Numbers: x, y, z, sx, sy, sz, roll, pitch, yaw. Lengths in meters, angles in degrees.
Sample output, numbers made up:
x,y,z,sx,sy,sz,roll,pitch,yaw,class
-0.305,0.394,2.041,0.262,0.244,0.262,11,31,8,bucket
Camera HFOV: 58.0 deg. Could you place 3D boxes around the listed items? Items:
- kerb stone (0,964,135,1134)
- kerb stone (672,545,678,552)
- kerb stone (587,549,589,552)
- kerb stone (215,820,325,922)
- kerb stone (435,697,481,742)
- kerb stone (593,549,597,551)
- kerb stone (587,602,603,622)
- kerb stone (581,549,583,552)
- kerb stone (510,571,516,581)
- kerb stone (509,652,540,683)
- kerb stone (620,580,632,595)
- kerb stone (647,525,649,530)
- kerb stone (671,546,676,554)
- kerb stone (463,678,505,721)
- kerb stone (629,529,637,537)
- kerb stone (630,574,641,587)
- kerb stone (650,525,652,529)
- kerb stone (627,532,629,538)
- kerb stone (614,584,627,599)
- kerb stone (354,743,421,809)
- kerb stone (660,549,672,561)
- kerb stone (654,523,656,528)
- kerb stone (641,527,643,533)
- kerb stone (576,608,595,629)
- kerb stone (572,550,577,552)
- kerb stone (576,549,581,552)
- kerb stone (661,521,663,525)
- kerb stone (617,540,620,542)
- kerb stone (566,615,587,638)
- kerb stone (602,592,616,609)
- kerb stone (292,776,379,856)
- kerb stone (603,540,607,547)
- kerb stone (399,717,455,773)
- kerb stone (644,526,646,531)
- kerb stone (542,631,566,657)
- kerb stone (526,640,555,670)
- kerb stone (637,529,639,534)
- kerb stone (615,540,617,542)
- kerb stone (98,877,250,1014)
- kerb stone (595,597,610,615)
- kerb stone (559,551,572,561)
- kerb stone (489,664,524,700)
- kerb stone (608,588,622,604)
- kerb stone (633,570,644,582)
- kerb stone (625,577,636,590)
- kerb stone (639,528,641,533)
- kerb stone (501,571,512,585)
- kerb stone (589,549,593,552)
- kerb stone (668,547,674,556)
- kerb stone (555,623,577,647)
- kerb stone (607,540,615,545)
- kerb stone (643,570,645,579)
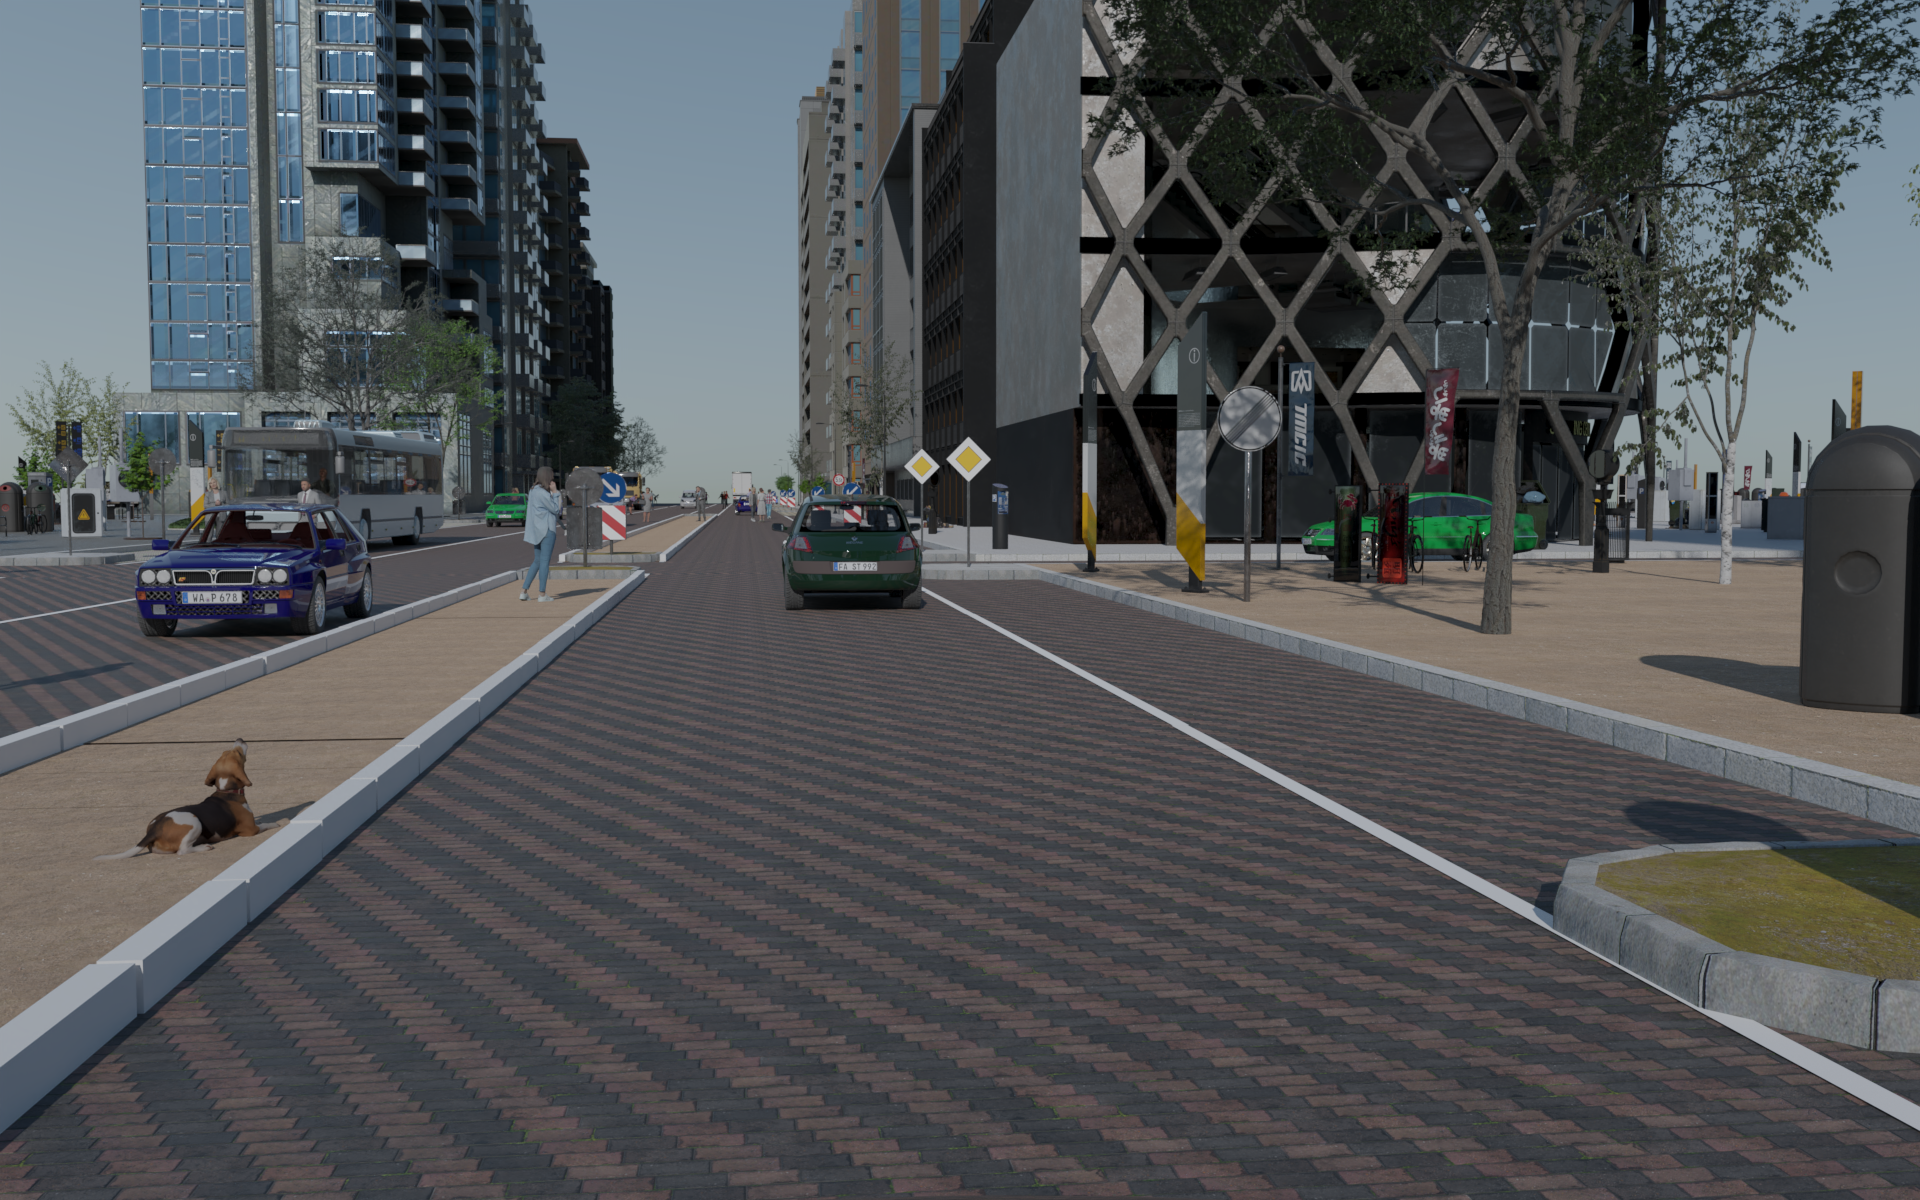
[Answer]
x,y,z,sx,sy,sz,roll,pitch,yaw,class
-2.255,1.099,4.243,0.120,0.150,1.000,0,4,-7,kerb stone
-6.894,-1.172,41.408,0.120,0.150,1.000,0,4,-7,kerb stone
-8.984,-1.156,41.158,0.120,0.150,1.000,0,4,-7,kerb stone
-2.496,0.977,6.279,0.120,0.150,1.000,0,4,-7,kerb stone
-3.018,0.728,10.365,0.120,0.150,1.000,0,4,-7,kerb stone
-9.357,-1.346,44.201,0.120,0.150,1.000,0,4,-7,kerb stone
-4.156,0.163,19.536,0.120,0.150,1.000,0,4,-7,kerb stone
-8.843,-1.094,40.137,0.120,0.150,1.000,0,4,-7,kerb stone
-7.386,-0.380,28.415,0.120,0.150,1.000,0,4,-7,kerb stone
-3.399,0.545,13.422,0.120,0.150,1.000,0,4,-7,kerb stone
-4.792,-0.148,24.619,0.120,0.150,1.000,0,4,-7,kerb stone
-12.155,-2.714,66.587,0.120,0.150,1.000,0,4,-7,kerb stone
-6.761,-1.110,40.388,0.120,0.150,1.000,0,4,-7,kerb stone
-3.140,0.661,11.386,0.120,0.150,1.000,0,4,-7,kerb stone
-11.261,-2.278,59.459,0.120,0.150,1.000,0,4,-7,kerb stone
-5.044,-0.268,26.655,0.120,0.150,1.000,0,4,-7,kerb stone
-12.407,-2.839,68.619,0.120,0.150,1.000,0,4,-7,kerb stone
-10.751,-2.030,55.392,0.120,0.150,1.000,0,4,-7,kerb stone
-4.662,-0.086,23.598,0.120,0.150,1.000,0,4,-7,kerb stone
-2.759,0.849,8.331,0.120,0.150,1.000,0,4,-7,kerb stone
-6.505,-0.988,38.350,0.120,0.150,1.000,0,4,-7,kerb stone
-12.787,-3.024,71.669,0.120,0.150,1.000,0,4,-7,kerb stone
-11.641,-2.467,62.523,0.120,0.150,1.000,0,4,-7,kerb stone
-4.035,0.226,18.521,0.120,0.150,1.000,0,4,-7,kerb stone
-8.586,-0.969,38.094,0.120,0.150,1.000,0,4,-7,kerb stone
-8.721,-1.035,39.117,0.120,0.150,1.000,0,4,-7,kerb stone
-13.556,-3.400,77.782,0.120,0.150,1.000,0,4,-7,kerb stone
-10.249,-1.781,51.320,0.120,0.150,1.000,0,4,-7,kerb stone
-3.901,0.287,17.497,0.120,0.150,1.000,0,4,-7,kerb stone
-4.409,0.039,21.564,0.120,0.150,1.000,0,4,-7,kerb stone
-2.631,0.911,7.305,0.120,0.150,1.000,0,4,-7,kerb stone
-9.606,-1.470,46.237,0.120,0.150,1.000,0,4,-7,kerb stone
-2.885,0.786,9.347,0.120,0.150,1.000,0,4,-7,kerb stone
-11.900,-2.591,64.552,0.120,0.150,1.000,0,4,-7,kerb stone
-3.649,0.412,15.454,0.120,0.150,1.000,0,4,-7,kerb stone
-3.517,0.475,14.437,0.120,0.150,1.000,0,4,-7,kerb stone
-11.390,-2.341,60.475,0.120,0.150,1.000,0,4,-7,kerb stone
-10.121,-1.717,50.297,0.120,0.150,1.000,0,4,-7,kerb stone
-2.371,1.036,5.259,0.120,0.150,1.000,0,4,-7,kerb stone
-4.284,0.102,20.550,0.120,0.150,1.000,0,4,-7,kerb stone
-8.467,-0.910,37.078,0.120,0.150,1.000,0,4,-7,kerb stone
-3.269,0.601,12.400,0.120,0.150,1.000,0,4,-7,kerb stone
-4.541,-0.024,22.582,0.120,0.150,1.000,0,4,-7,kerb stone
-5.175,-0.335,27.669,0.120,0.150,1.000,0,4,-7,kerb stone
-4.919,-0.210,25.634,0.120,0.150,1.000,0,4,-7,kerb stone
-11.516,-2.404,61.501,0.120,0.150,1.000,0,4,-7,kerb stone
-7.259,-0.318,27.396,0.120,0.150,1.000,0,4,-7,kerb stone
-9.101,-1.221,42.173,0.120,0.150,1.000,0,4,-7,kerb stone
-6.637,-1.048,39.367,0.120,0.150,1.000,0,4,-7,kerb stone
-3.780,0.354,16.471,0.120,0.150,1.000,0,4,-7,kerb stone
-9.994,-1.651,49.282,0.120,0.150,1.000,0,4,-7,kerb stone
-5.309,-0.397,28.682,0.120,0.150,1.000,0,4,-7,kerb stone
